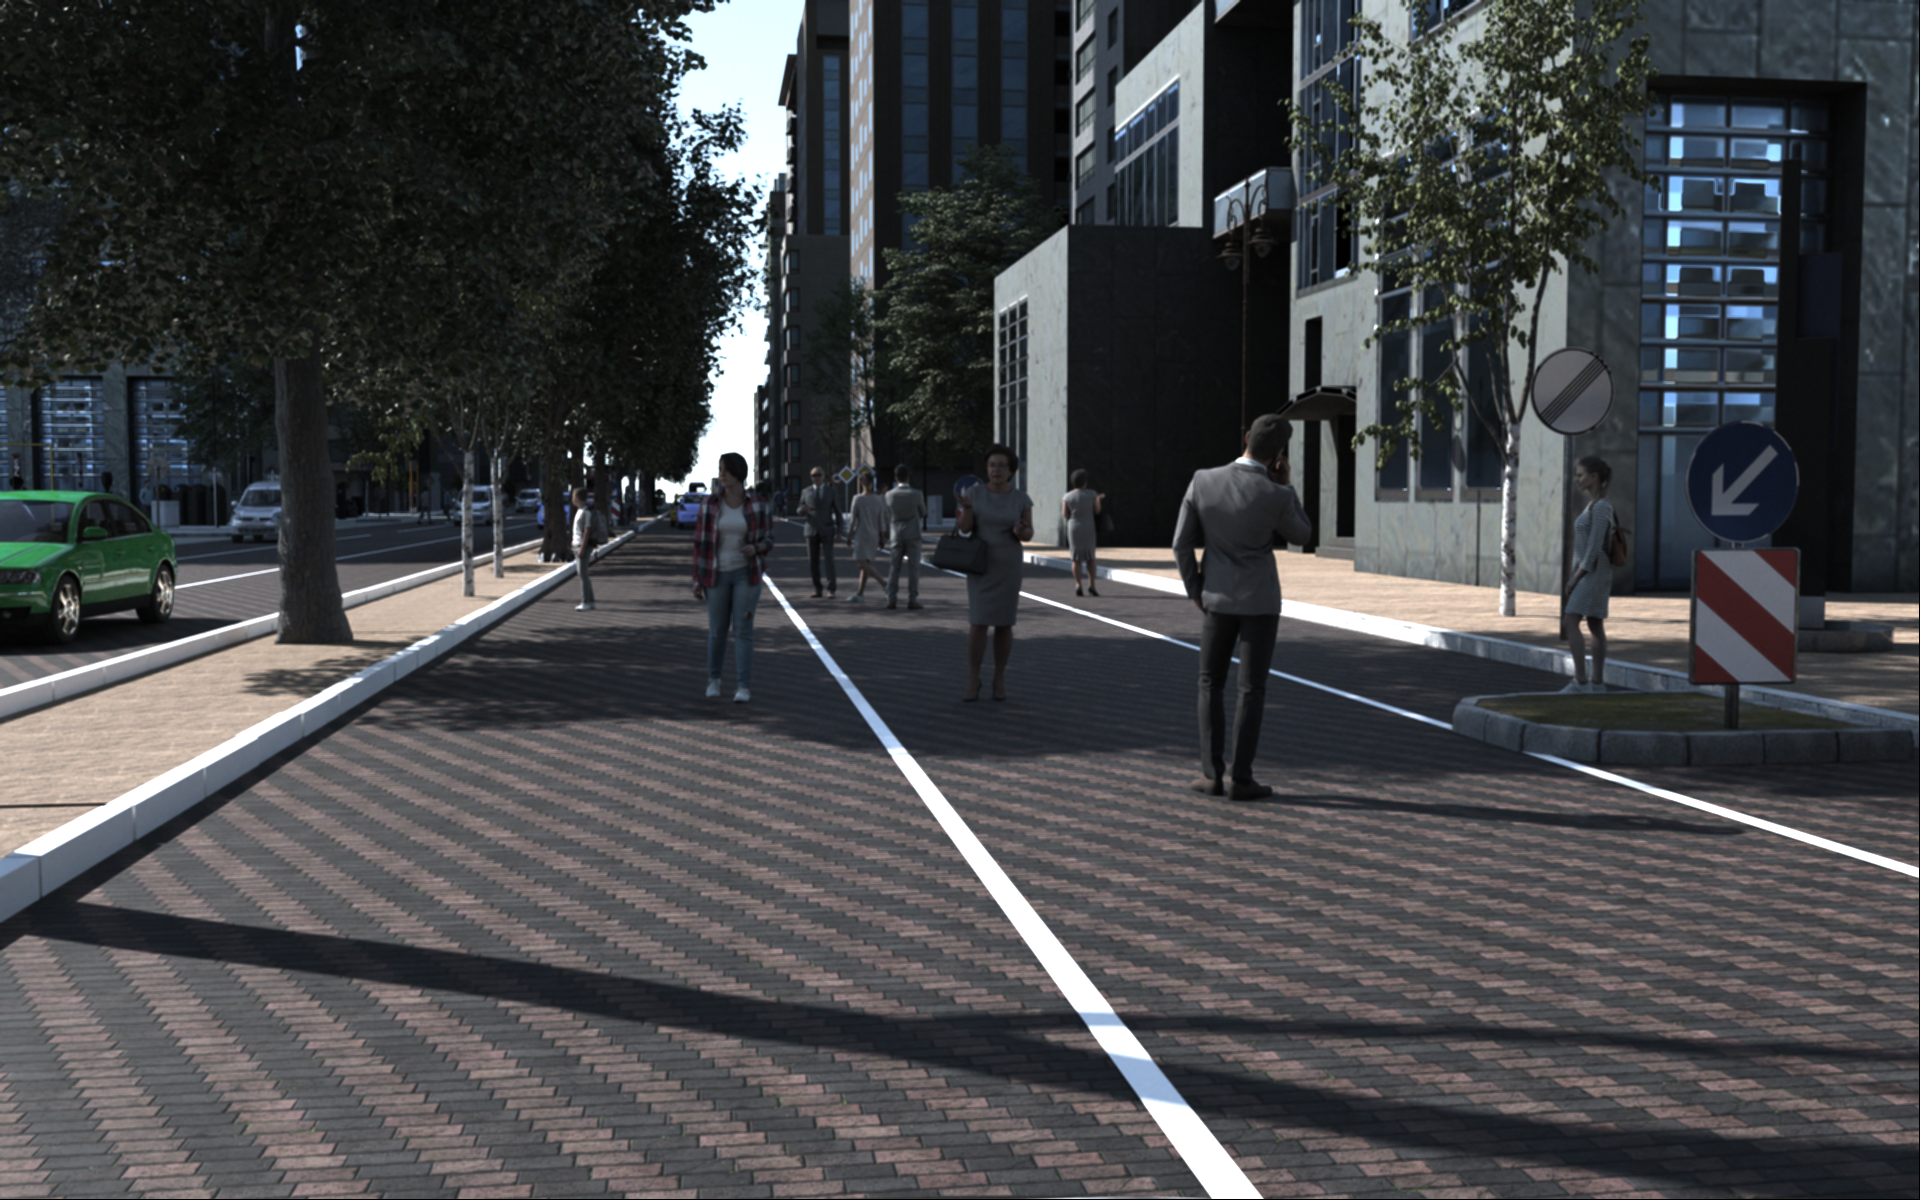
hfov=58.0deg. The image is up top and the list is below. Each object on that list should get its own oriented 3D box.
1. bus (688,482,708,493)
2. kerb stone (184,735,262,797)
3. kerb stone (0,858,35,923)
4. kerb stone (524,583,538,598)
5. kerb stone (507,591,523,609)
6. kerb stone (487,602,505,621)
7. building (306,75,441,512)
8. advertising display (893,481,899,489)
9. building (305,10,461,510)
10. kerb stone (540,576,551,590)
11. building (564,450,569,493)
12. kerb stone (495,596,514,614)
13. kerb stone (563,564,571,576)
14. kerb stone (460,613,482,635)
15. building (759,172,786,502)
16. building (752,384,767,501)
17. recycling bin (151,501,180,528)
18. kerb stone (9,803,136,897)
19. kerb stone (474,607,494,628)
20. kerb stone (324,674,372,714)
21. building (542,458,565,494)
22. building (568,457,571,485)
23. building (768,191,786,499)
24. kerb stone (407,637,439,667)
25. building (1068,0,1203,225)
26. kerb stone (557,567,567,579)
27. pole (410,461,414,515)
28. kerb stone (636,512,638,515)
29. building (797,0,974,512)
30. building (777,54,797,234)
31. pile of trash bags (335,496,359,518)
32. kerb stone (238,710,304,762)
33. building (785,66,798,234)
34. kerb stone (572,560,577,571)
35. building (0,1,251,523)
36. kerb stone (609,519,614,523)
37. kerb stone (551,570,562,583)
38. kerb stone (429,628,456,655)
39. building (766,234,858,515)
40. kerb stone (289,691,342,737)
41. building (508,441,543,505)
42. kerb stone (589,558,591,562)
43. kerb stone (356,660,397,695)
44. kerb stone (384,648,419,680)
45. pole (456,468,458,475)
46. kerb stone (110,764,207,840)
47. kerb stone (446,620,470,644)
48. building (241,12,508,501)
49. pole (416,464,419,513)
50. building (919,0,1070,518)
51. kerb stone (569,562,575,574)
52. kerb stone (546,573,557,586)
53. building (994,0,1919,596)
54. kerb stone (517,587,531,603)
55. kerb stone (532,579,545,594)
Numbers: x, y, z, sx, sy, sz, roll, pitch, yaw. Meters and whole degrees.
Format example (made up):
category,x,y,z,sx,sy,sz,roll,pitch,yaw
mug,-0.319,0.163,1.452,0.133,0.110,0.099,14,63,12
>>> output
category,x,y,z,sx,sy,sz,roll,pitch,yaw
bus,-40.329,-16.599,266.250,2.948,3.499,13.247,0,4,-8
kerb stone,-3.693,0.832,8.657,0.120,0.150,1.000,-1,4,-8
kerb stone,-3.243,1.014,5.624,0.120,0.150,1.000,-1,4,-8
kerb stone,-5.964,-0.102,23.886,0.120,0.150,1.000,-1,4,-8
kerb stone,-5.661,0.021,21.852,0.120,0.150,1.000,-1,4,-8
kerb stone,-5.358,0.153,19.824,0.120,0.150,1.000,-1,4,-8
building,-45.311,-21.463,122.618,14.160,30.474,14.107,-1,4,-8
advertising display,-3.095,-5.026,87.396,0.123,1.923,0.974,3,5,43
building,-53.534,-37.272,151.391,21.231,58.520,28.212,-1,4,-8
kerb stone,-6.262,-0.227,25.908,0.120,0.150,1.000,-1,4,-8
building,-66.147,-29.752,258.147,14.160,30.474,14.107,-1,4,-8
kerb stone,-5.511,0.083,20.835,0.120,0.150,1.000,-1,4,-8
kerb stone,-6.873,-0.475,29.969,0.120,0.150,1.000,-1,4,-8
kerb stone,-5.064,0.269,17.793,0.120,0.150,1.000,-1,4,-8
building,-18.018,-39.098,258.854,23.786,49.044,30.456,-1,4,-8
building,-20.283,-27.176,289.365,27.650,21.520,28.899,-1,4,-8
recycling bin,-30.395,-3.285,66.256,0.722,1.027,0.722,2,4,25
kerb stone,-3.394,0.952,6.635,0.120,0.150,1.000,-1,4,-8
kerb stone,-5.209,0.207,18.805,0.120,0.150,1.000,-1,4,-8
kerb stone,-4.149,0.642,11.700,0.120,0.150,1.000,-1,4,-8
building,-66.038,-42.437,235.851,21.231,58.520,28.212,-1,4,-8
building,-75.329,-42.071,277.094,28.713,52.752,27.495,-1,4,-8
building,-19.065,-33.815,236.463,14.154,41.232,14.086,-1,4,-8
kerb stone,-4.599,0.455,14.749,0.120,0.150,1.000,-1,4,-8
building,13.220,-18.861,80.079,14.107,30.474,14.160,-1,4,-8
kerb stone,-6.719,-0.412,28.958,0.120,0.150,1.000,-1,4,-8
pole,-33.875,-6.921,107.009,0.158,3.312,0.155,0,3,0
kerb stone,-23.389,-6.376,126.529,0.120,0.150,1.000,-1,4,-8
building,-7.293,-30.934,155.880,14.600,45.320,14.200,-1,4,-8
building,-6.591,-37.741,206.303,28.713,52.752,27.495,-1,4,-8
pile of trash bags,-33.801,-5.184,94.514,1.912,1.369,3.447,-1,4,-18
kerb stone,-3.852,0.766,9.667,0.120,0.150,1.000,-1,4,-8
building,-6.502,-32.014,178.054,22.147,44.769,28.867,-1,4,-8
kerb stone,-7.177,-0.596,31.999,0.120,0.150,1.000,-1,4,-8
building,-46.215,-47.456,88.585,22.319,86.520,31.000,-1,4,-8
kerb stone,-17.642,-4.021,88.000,0.120,0.150,1.000,-1,4,-8
kerb stone,-6.563,-0.351,27.938,0.120,0.150,1.000,-1,4,-8
kerb stone,-4.748,0.393,15.767,0.120,0.150,1.000,-1,4,-8
building,-0.037,-17.530,131.648,27.650,21.520,28.899,-1,4,-8
kerb stone,-3.996,0.708,10.683,0.120,0.150,1.000,-1,4,-8
building,-57.440,-31.892,205.029,14.154,41.232,14.086,-1,4,-8
kerb stone,-7.621,-0.786,35.042,0.120,0.150,1.000,-1,4,-8
kerb stone,-4.303,0.580,12.710,0.120,0.150,1.000,-1,4,-8
kerb stone,-4.451,0.520,13.733,0.120,0.150,1.000,-1,4,-8
pole,-39.700,-8.748,136.868,0.158,3.312,0.155,0,3,0
kerb stone,-3.541,0.891,7.646,0.120,0.150,1.000,-1,4,-8
kerb stone,-4.901,0.331,16.784,0.120,0.150,1.000,-1,4,-8
building,-58.899,-53.089,180.681,22.319,86.520,31.000,-1,4,-8
pole,-36.961,-7.595,118.027,0.158,3.312,0.155,0,3,0
building,1.324,-27.339,97.106,14.600,45.320,14.200,-1,4,-8
kerb stone,-7.027,-0.536,30.986,0.120,0.150,1.000,-1,4,-8
kerb stone,-6.413,-0.285,26.924,0.120,0.150,1.000,-1,4,-8
building,14.342,-44.229,35.809,22.319,86.520,31.000,-1,4,-8
kerb stone,-5.810,-0.039,22.875,0.120,0.150,1.000,-1,4,-8
kerb stone,-6.115,-0.165,24.897,0.120,0.150,1.000,-1,4,-8
